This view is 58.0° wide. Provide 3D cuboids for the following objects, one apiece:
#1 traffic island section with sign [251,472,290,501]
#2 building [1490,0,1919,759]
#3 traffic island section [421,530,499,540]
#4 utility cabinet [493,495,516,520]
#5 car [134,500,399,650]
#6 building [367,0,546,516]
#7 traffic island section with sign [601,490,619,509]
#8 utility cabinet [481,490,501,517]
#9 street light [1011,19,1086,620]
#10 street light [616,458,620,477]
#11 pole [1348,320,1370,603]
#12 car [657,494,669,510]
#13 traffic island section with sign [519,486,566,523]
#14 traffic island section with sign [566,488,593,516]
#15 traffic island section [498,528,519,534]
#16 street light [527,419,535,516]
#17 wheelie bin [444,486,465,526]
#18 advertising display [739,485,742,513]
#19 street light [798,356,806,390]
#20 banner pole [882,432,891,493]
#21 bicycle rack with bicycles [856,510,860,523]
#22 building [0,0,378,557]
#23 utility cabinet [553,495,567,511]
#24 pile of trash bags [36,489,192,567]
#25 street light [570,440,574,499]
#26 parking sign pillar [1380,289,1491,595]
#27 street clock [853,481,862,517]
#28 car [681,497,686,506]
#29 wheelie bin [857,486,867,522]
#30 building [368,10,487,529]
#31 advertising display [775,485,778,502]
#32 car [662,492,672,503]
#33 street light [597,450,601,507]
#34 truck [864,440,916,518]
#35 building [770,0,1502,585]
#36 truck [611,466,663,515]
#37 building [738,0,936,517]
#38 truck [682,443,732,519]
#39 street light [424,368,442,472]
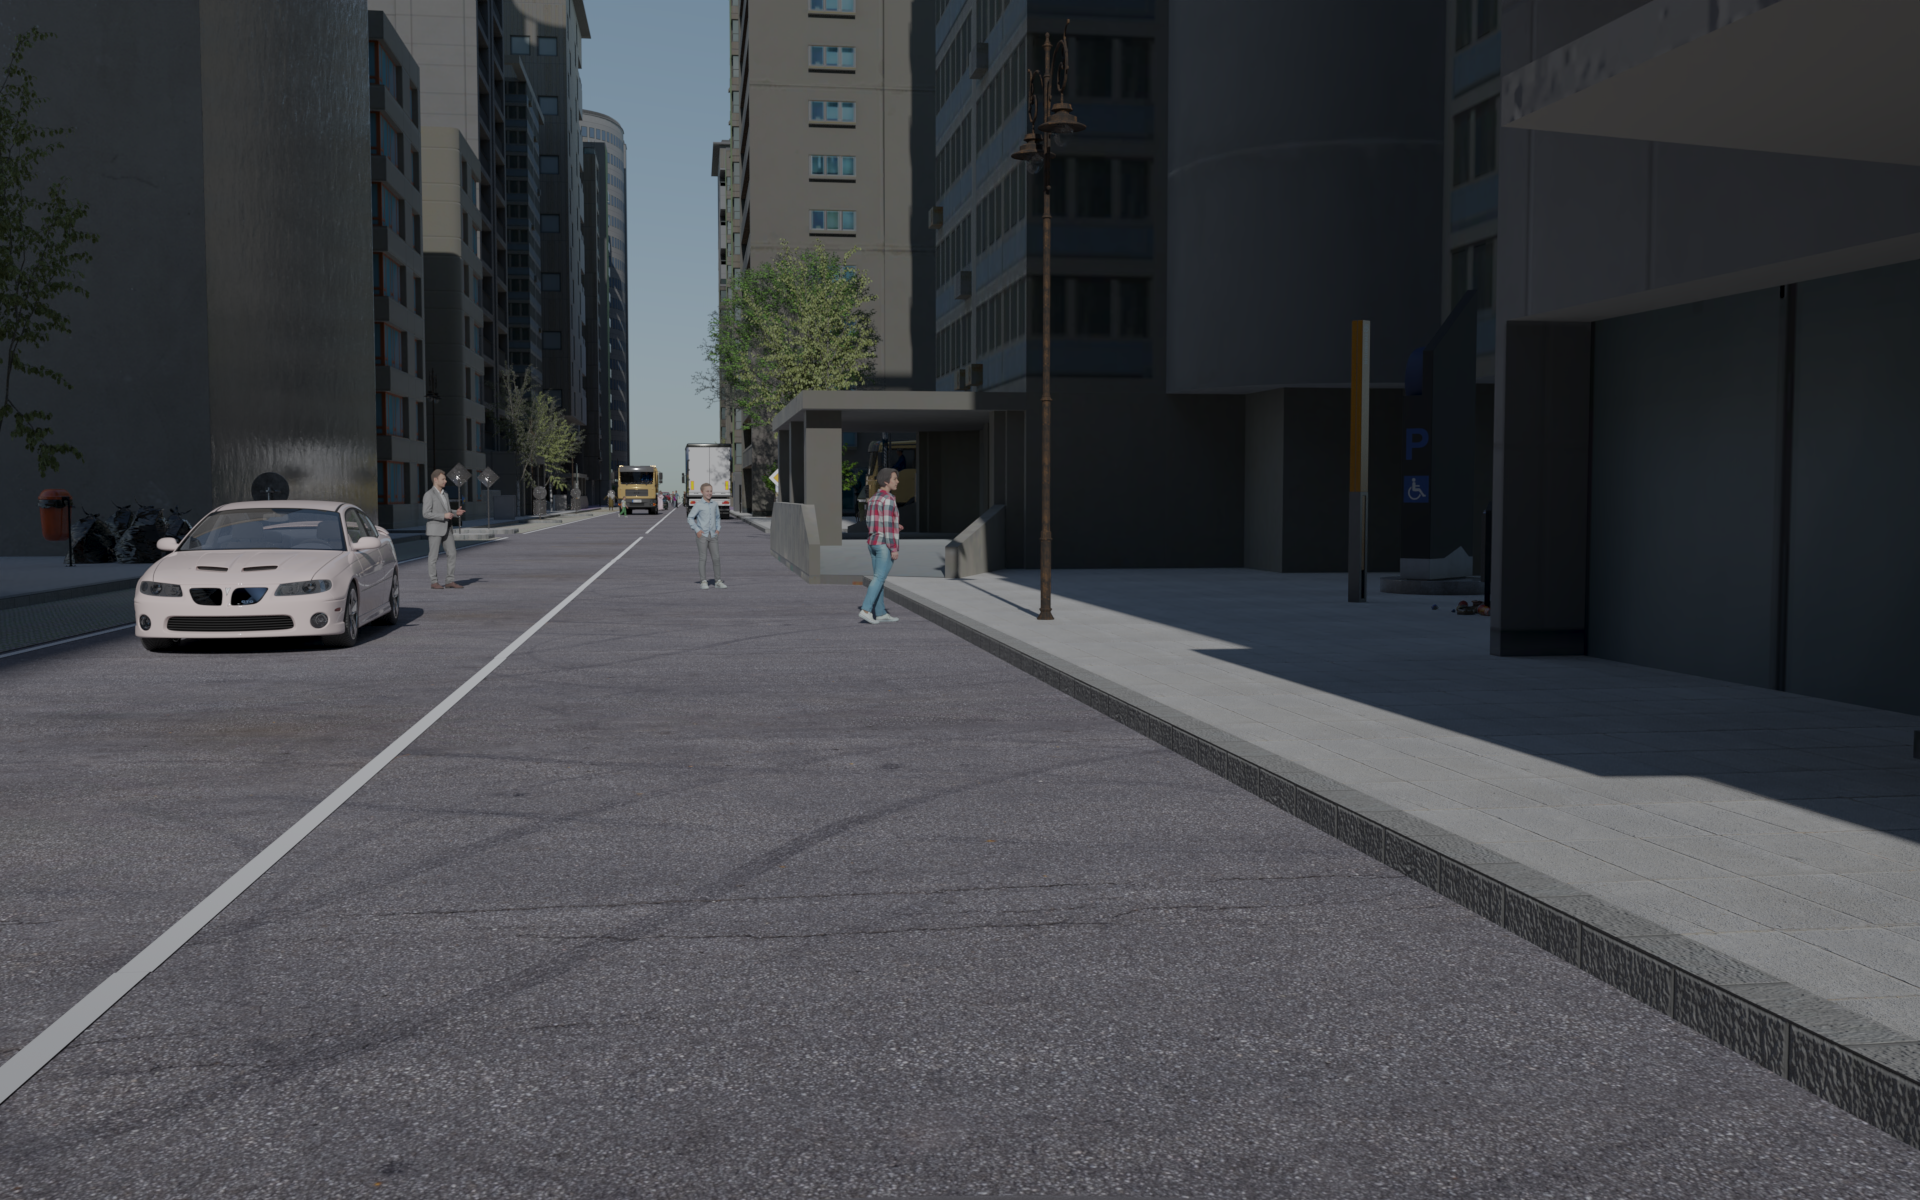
[{"bbox_3d":[-12.198,-1.337,30.487,1.989,1.847,2.006,-1,4,-9],"label":"traffic island section with sign"},{"bbox_3d":[17.040,-25.234,1.822,28.713,52.752,27.495,-1,4,-9],"label":"building"},{"bbox_3d":[-16.038,-2.030,55.476,2.009,0.180,2.903,-1,4,-9],"label":"traffic island section"},{"bbox_3d":[-22.765,-4.608,86.503,1.020,1.237,0.306,-1,4,-16],"label":"utility cabinet"},{"bbox_3d":[-6.850,-0.315,17.506,2.083,1.381,4.827,-1,4,-10],"label":"car"},{"bbox_3d":[-36.700,-40.838,105.949,20.563,71.187,20.611,-1,4,-9],"label":"building"},{"bbox_3d":[-32.506,-9.374,161.886,1.989,1.847,2.006,-1,4,-9],"label":"traffic island section with sign"},{"bbox_3d":[-25.393,-5.198,93.660,0.318,1.500,1.173,3,4,38],"label":"utility cabinet"},{"bbox_3d":[0.875,-2.736,17.527,0.468,5.910,1.993,-1,4,-9],"label":"street light"},{"bbox_3d":[-43.764,-15.212,221.506,0.468,5.910,1.993,-1,4,-9],"label":"street light"},{"bbox_3d":[4.711,-1.627,20.438,0.158,3.312,0.155,0,3,0],"label":"pole"},{"bbox_3d":[-27.321,-8.985,156.695,2.009,1.686,4.222,-1,4,-9],"label":"car"},{"bbox_3d":[-20.680,-4.698,85.436,1.989,1.847,2.006,-1,4,-9],"label":"traffic island section with sign"},{"bbox_3d":[-24.828,-6.336,112.220,1.989,1.847,2.006,-1,4,-9],"label":"traffic island section with sign"},{"bbox_3d":[-17.258,-2.513,63.367,2.009,0.180,2.903,-1,4,-9],"label":"traffic island section"},{"bbox_3d":[-25.540,-7.985,103.347,0.468,5.910,1.993,-1,4,-9],"label":"street light"},{"bbox_3d":[-20.267,-3.742,69.097,0.980,1.594,0.693,-2,4,-25],"label":"wheelie bin"},{"bbox_3d":[-14.933,-6.882,117.741,0.123,1.923,0.974,0,4,-5],"label":"advertising display"},{"bbox_3d":[-5.040,-5.130,56.663,0.468,5.910,1.993,-1,4,-9],"label":"street light"},{"bbox_3d":[-2.300,-3.963,54.815,0.401,3.779,0.863,1,4,22],"label":"banner pole"},{"bbox_3d":[-3.188,-3.591,72.103,2.925,0.926,2.852,-3,5,-44],"label":"bicycle rack with bicycles"},{"bbox_3d":[-33.815,-14.535,42.156,34.151,26.468,19.350,-1,4,-9],"label":"building"},{"bbox_3d":[-30.798,-7.473,133.340,1.020,1.237,0.306,-3,5,-43],"label":"utility cabinet"},{"bbox_3d":[-15.712,-1.363,32.045,1.912,1.369,3.447,1,4,11],"label":"pile of trash bags"},{"bbox_3d":[-31.048,-10.155,138.819,0.468,5.910,1.993,-1,4,-9],"label":"street light"},{"bbox_3d":[6.230,-2.083,22.526,1.447,3.967,1.447,3,5,40],"label":"parking sign pillar"},{"bbox_3d":[-5.634,-5.522,94.858,0.471,2.002,0.358,-3,5,-43],"label":"street clock"},{"bbox_3d":[-32.020,-11.959,205.309,2.009,1.686,4.222,-1,4,-8],"label":"car"},{"bbox_3d":[-3.580,-3.660,67.744,0.693,1.594,0.980,-3,5,-41],"label":"wheelie bin"},{"bbox_3d":[-36.456,-14.030,74.422,27.650,21.520,28.899,-1,4,-9],"label":"building"},{"bbox_3d":[-7.817,-4.434,77.715,0.974,1.923,0.123,-1,4,-8],"label":"advertising display"},{"bbox_3d":[-49.577,-17.267,290.993,2.281,1.827,5.304,-1,4,-10],"label":"car"},{"bbox_3d":[-37.096,-12.569,178.291,0.468,5.910,1.993,-1,4,-9],"label":"street light"},{"bbox_3d":[0.638,-4.074,62.527,9.791,3.379,3.469,0,4,-7],"label":"truck"},{"bbox_3d":[12.467,-21.021,35.580,32.217,40.220,23.993,-1,4,-9],"label":"building"},{"bbox_3d":[-22.332,-7.610,120.352,3.469,3.379,9.791,-1,4,-9],"label":"truck"},{"bbox_3d":[-2.710,-29.600,107.663,21.300,48.544,21.600,-1,4,-9],"label":"building"},{"bbox_3d":[-14.774,-6.866,101.174,2.839,4.237,11.283,-1,4,-10],"label":"truck"},{"bbox_3d":[-19.307,-5.554,63.595,0.468,5.910,1.993,-1,4,-9],"label":"street light"}]
